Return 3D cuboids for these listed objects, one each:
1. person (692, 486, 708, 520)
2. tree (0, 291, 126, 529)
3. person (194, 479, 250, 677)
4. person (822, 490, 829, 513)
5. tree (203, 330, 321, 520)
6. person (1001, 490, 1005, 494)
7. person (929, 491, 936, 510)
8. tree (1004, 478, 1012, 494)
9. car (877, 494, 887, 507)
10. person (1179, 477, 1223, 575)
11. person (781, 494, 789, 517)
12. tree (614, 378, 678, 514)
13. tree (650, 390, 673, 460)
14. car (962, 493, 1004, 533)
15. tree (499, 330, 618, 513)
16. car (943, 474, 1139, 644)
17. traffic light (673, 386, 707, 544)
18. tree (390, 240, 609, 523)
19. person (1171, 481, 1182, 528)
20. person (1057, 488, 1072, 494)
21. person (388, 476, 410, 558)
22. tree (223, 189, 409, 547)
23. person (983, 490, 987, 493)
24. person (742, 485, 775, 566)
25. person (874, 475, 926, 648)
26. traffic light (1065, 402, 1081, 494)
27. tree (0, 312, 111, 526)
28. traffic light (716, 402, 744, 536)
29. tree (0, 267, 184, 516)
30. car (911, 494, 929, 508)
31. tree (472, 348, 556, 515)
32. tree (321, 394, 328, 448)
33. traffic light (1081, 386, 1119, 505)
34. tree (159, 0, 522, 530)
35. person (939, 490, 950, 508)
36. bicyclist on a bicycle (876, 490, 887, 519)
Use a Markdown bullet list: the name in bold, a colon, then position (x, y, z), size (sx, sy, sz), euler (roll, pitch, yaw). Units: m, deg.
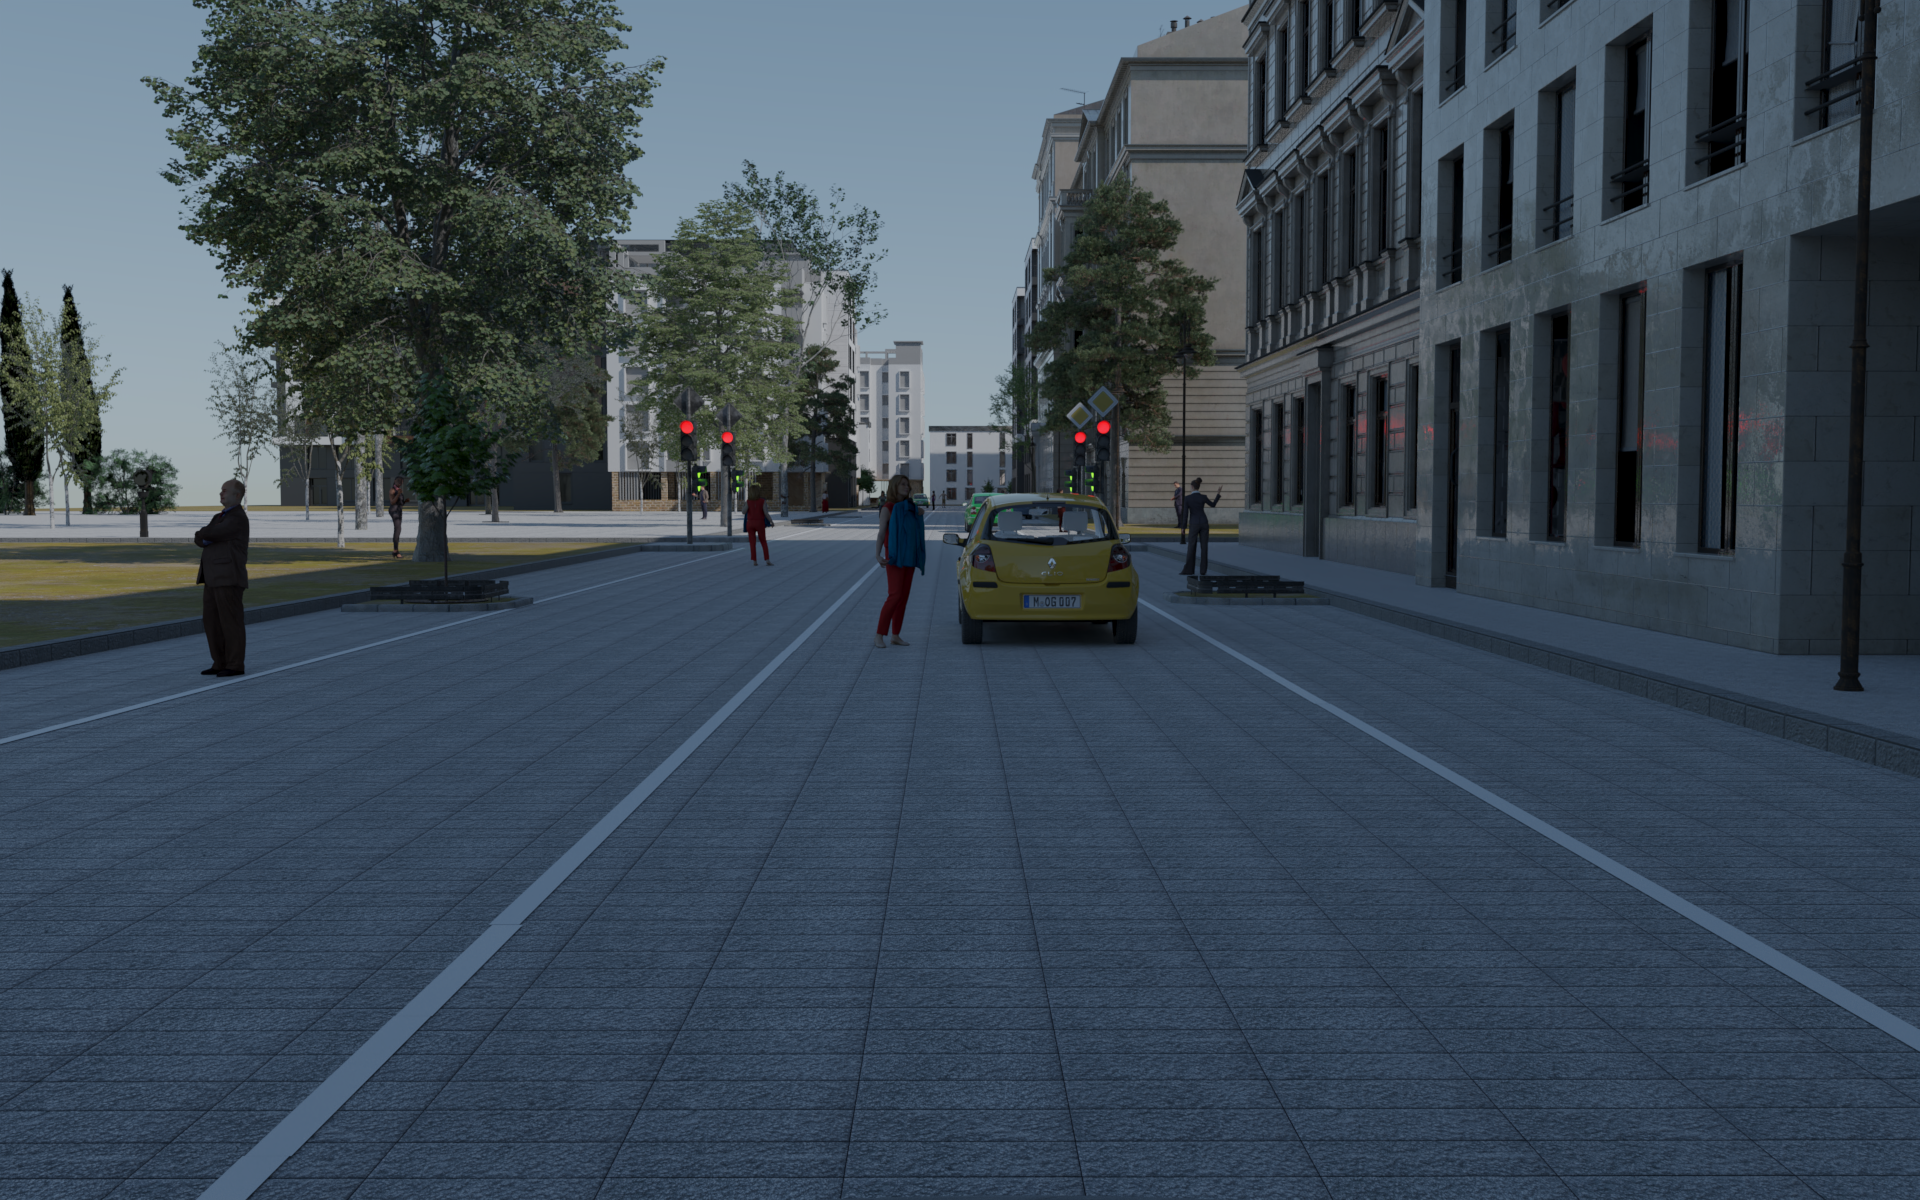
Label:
- **person**: position (-13.104, -4.941, 87.366), size (0.750, 1.759, 0.617), euler (-2, 4, -24)
- **tree**: position (-33.329, -6.940, 63.838), size (4.737, 8.622, 4.395), euler (0, 3, 0)
- **person**: position (-5.784, -0.173, 13.599), size (0.388, 1.546, 0.482), euler (-3, 5, -39)
- **person**: position (-9.103, -6.629, 116.889), size (0.523, 1.526, 0.387), euler (1, 4, 14)
- **tree**: position (-32.389, -7.855, 78.787), size (4.360, 8.622, 3.978), euler (0, 3, 0)
- **person**: position (4.902, -11.778, 199.279), size (0.551, 1.740, 0.621), euler (-2, 4, -28)
- **person**: position (-2.396, -8.714, 151.655), size (0.721, 1.739, 1.217), euler (2, 4, 24)
- **tree**: position (5.995, -12.876, 205.128), size (1.663, 3.219, 1.824), euler (0, 3, 0)
- **car**: position (-7.335, -10.151, 174.761), size (1.959, 1.807, 4.718), euler (0, 4, 0)
- **person**: position (4.281, -1.310, 30.720), size (0.742, 1.727, 0.445), euler (-2, 4, -34)
- **person**: position (-9.751, -5.395, 96.524), size (0.388, 1.546, 0.482), euler (3, 5, 40)
- **tree**: position (-20.189, -9.791, 110.445), size (4.360, 8.622, 3.978), euler (0, 3, 0)
- **tree**: position (-19.558, -10.491, 121.894), size (4.737, 8.622, 4.395), euler (0, 3, 0)
- **car**: position (1.087, -3.486, 65.797), size (1.959, 1.807, 4.718), euler (0, 4, -2)
- **tree**: position (-28.026, -12.950, 119.151), size (7.806, 13.903, 7.818), euler (0, 3, 0)
- **car**: position (0.829, -0.473, 17.960), size (2.015, 1.641, 3.980), euler (0, 4, -1)
- **traffic light**: position (-6.924, -3.373, 44.388), size (0.839, 4.213, 0.868), euler (0, 4, 0)
- **tree**: position (-21.137, -10.242, 77.820), size (12.009, 13.543, 11.850), euler (0, 3, 0)
- **person**: position (8.172, -3.595, 65.271), size (0.568, 1.767, 0.683), euler (-2, 4, -27)
- **person**: position (3.880, -3.333, 64.458), size (0.566, 1.644, 0.517), euler (1, 4, 21)
- **person**: position (-11.216, -1.662, 34.679), size (0.415, 1.643, 0.593), euler (-3, 5, -42)
- **tree**: position (-14.966, -5.555, 41.185), size (4.737, 8.622, 4.395), euler (0, 3, 0)
- **person**: position (1.909, -7.458, 131.104), size (0.621, 1.740, 0.551), euler (1, 4, 21)
- **person**: position (-4.047, -1.494, 34.637), size (0.593, 1.614, 0.444), euler (2, 4, 23)
- **person**: position (-0.566, -0.375, 16.334), size (0.593, 1.614, 0.444), euler (-2, 4, -26)
- **traffic light**: position (3.598, -3.865, 52.440), size (0.839, 4.213, 0.868), euler (0, 4, 0)
- **tree**: position (-36.089, -7.287, 69.510), size (4.360, 8.622, 3.978), euler (0, 3, 0)
- **traffic light**: position (-6.963, -3.861, 52.373), size (0.839, 4.213, 0.868), euler (0, 4, 0)
- **tree**: position (-58.518, -12.587, 107.616), size (18.604, 14.587, 13.155), euler (1, 4, 10)
- **car**: position (-4.082, -10.280, 176.880), size (1.959, 1.807, 4.718), euler (0, 4, -2)
- **tree**: position (-29.330, -11.137, 107.845), size (9.928, 11.665, 9.643), euler (0, 3, 0)
- **tree**: position (-32.149, -8.213, 84.642), size (4.360, 8.622, 3.978), euler (0, 3, 0)
- **traffic light**: position (3.637, -3.377, 44.455), size (0.839, 4.213, 0.868), euler (0, 4, 0)
- **tree**: position (-22.450, -12.660, 62.877), size (12.611, 20.169, 13.585), euler (0, 3, 0)
- **person**: position (-1.667, -10.477, 179.801), size (1.348, 1.824, 0.705), euler (2, 4, 33)
- **bicyclist on a bicycle**: position (-3.857, -4.680, 86.537), size (1.499, 1.676, 1.625), euler (0, 4, -1)
